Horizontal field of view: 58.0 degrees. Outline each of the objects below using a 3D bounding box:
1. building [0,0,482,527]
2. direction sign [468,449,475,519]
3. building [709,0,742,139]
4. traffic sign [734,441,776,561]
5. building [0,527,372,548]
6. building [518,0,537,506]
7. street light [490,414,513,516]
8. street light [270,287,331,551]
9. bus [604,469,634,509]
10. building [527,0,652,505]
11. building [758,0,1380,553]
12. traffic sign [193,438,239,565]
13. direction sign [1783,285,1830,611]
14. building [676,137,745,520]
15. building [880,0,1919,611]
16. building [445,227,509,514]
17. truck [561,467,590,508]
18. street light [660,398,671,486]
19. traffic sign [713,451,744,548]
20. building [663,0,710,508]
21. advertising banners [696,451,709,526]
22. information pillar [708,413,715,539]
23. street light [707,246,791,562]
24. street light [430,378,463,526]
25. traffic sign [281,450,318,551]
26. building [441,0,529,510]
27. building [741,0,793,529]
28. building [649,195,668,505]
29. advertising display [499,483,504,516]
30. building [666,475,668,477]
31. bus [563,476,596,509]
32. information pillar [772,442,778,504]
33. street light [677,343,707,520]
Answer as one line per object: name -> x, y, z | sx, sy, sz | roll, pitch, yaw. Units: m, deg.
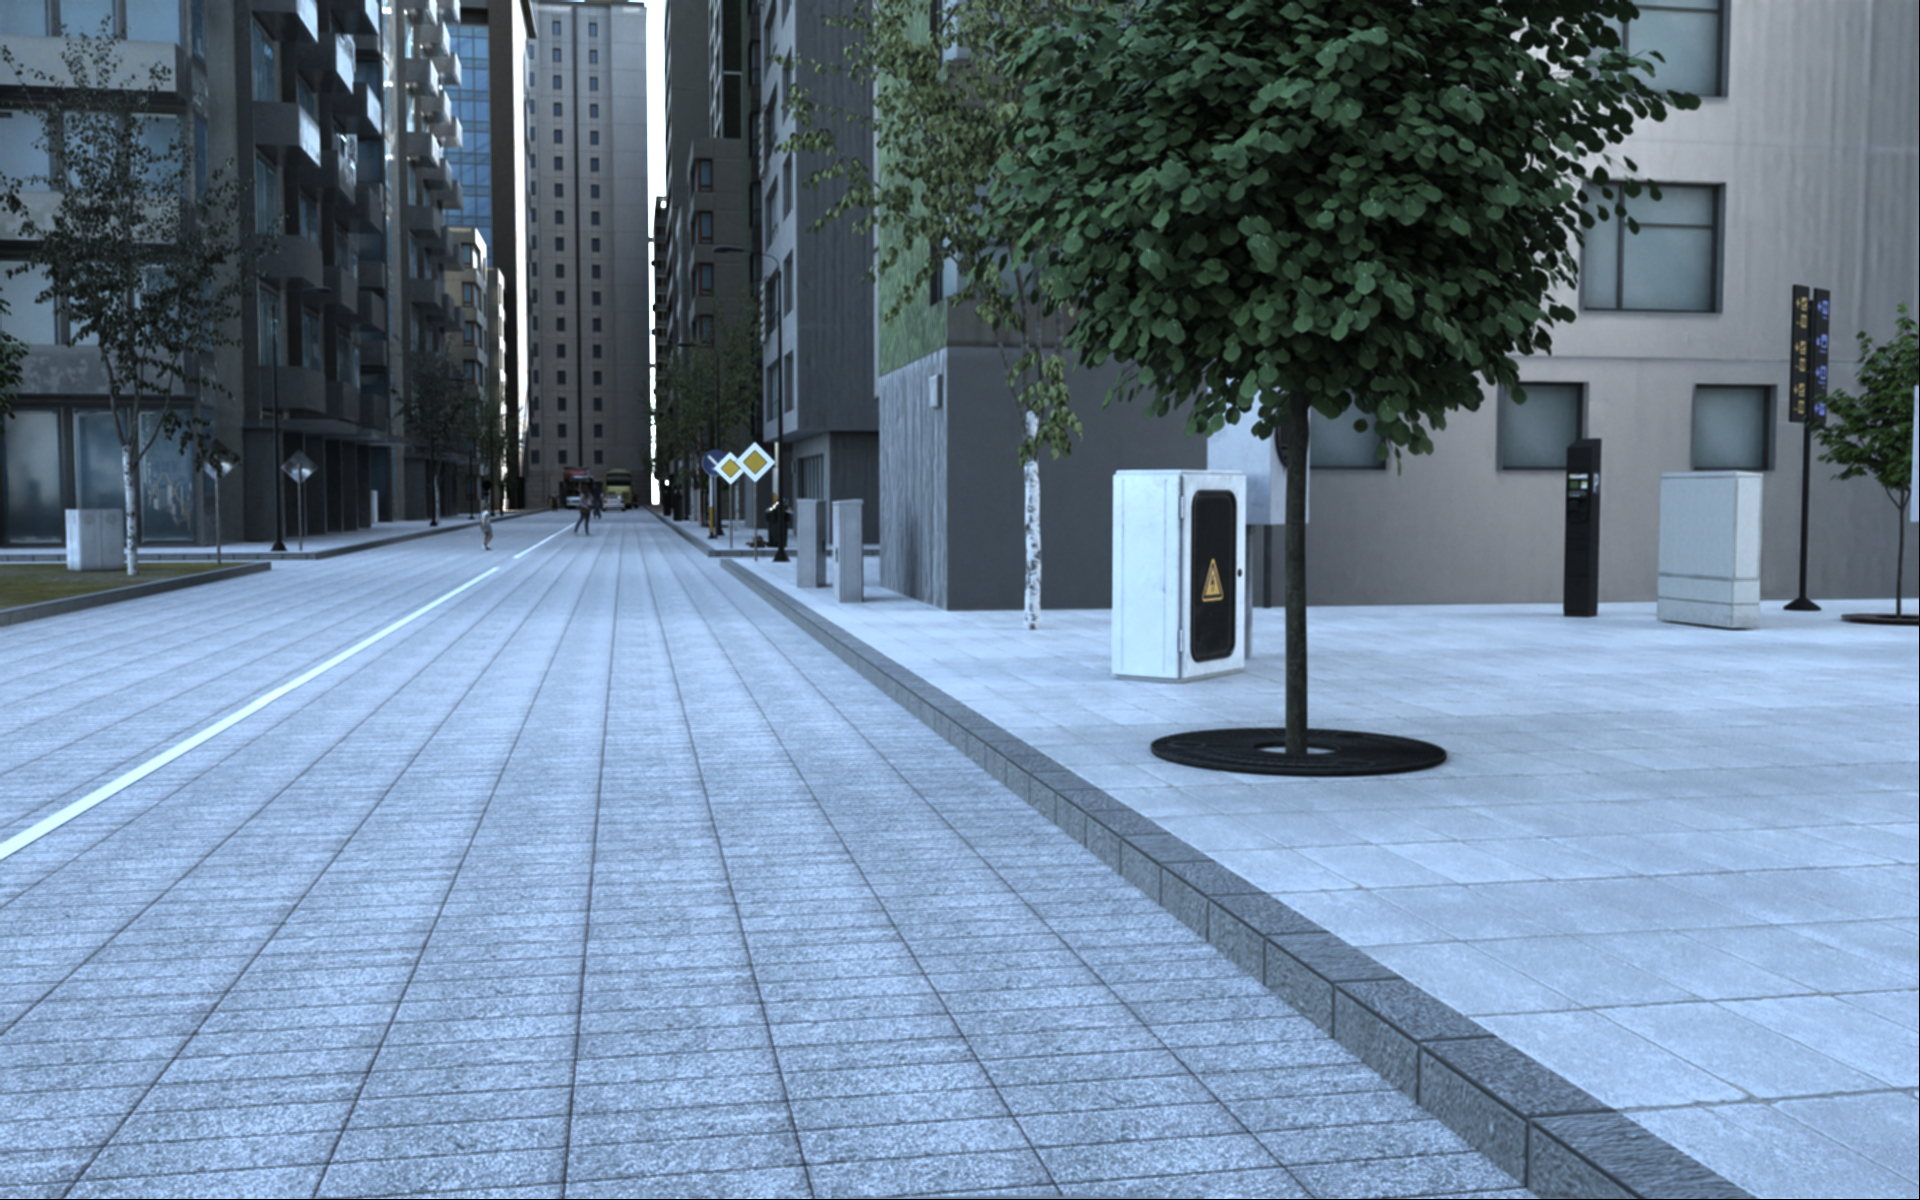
building -> -37.755, -28.679, 88.508 | 23.786, 49.044, 30.456 | -1, 4, -11
direction sign -> -24.888, -5.882, 88.165 | 0.379, 3.537, 0.876 | -1, 4, -19
building -> -9.824, -42.135, 127.164 | 20.563, 71.187, 20.611 | -1, 4, -11
traffic sign -> -3.902, -1.796, 33.013 | 0.795, 2.450, 0.064 | -1, 4, -11
building -> -29.965, -26.380, 50.916 | 23.786, 49.044, 30.456 | -1, 4, -11
building -> -55.848, -35.469, 169.152 | 27.495, 52.752, 28.713 | -1, 4, -11
street light -> -26.450, -7.791, 99.923 | 1.470, 5.913, 1.316 | -1, 4, -11
street light -> -14.796, -4.058, 38.894 | 1.470, 5.913, 1.316 | -1, 4, -11
bus -> -32.961, -10.749, 167.291 | 2.896, 3.916, 12.252 | -1, 4, -11
building -> -51.001, -40.515, 204.425 | 28.212, 58.520, 21.231 | -1, 4, -11
building -> 1.961, -22.233, 47.101 | 14.086, 41.232, 14.154 | -1, 4, -11
traffic sign -> -13.377, -1.687, 31.218 | 0.795, 2.450, 0.064 | -1, 4, -11
direction sign -> 9.336, -1.657, 19.093 | 0.876, 3.537, 0.379 | -3, 5, -41
building -> -2.037, -15.646, 100.854 | 27.650, 21.520, 28.899 | -1, 4, -11
building -> 5.459, -20.927, 25.756 | 14.154, 41.232, 14.086 | -1, 4, -11
building -> -47.652, -17.068, 124.107 | 27.650, 21.520, 28.899 | -1, 4, -11
truck -> -40.054, -11.747, 180.982 | 2.839, 4.237, 11.283 | -1, 4, -11
street light -> -13.833, -6.822, 84.086 | 1.470, 5.913, 1.316 | -1, 4, -11
traffic sign -> -5.411, -2.276, 40.855 | 0.795, 2.450, 0.064 | -1, 4, -11
building -> -14.282, -32.124, 148.937 | 21.300, 48.544, 21.600 | -1, 4, -11
advertising banners -> -10.370, -4.493, 69.645 | 0.090, 3.025, 2.074 | -1, 4, -20
information pillar -> -7.178, -3.591, 50.063 | 0.183, 3.616, 0.504 | 0, 4, -1
street light -> -3.931, -3.677, 32.665 | 1.470, 5.913, 1.316 | -1, 4, -11
street light -> -20.531, -5.914, 69.232 | 1.470, 5.913, 1.316 | -1, 4, -11
traffic sign -> -14.886, -2.166, 39.059 | 0.795, 2.450, 0.064 | -1, 4, -11
building -> -44.141, -30.337, 146.121 | 14.600, 45.320, 14.200 | -1, 4, -11
building -> -1.961, -18.282, 70.608 | 14.160, 30.474, 14.107 | -1, 4, -11
building -> -26.037, -31.973, 214.631 | 23.993, 40.220, 32.217 | -1, 4, -11
advertising display -> -27.094, -5.938, 102.293 | 0.123, 1.923, 0.974 | -1, 4, -23
building -> -17.621, -33.954, 174.755 | 23.786, 49.044, 30.456 | -1, 4, -11
bus -> -36.680, -10.559, 167.506 | 2.948, 3.499, 13.247 | -1, 4, -11
information pillar -> -5.757, -3.878, 54.757 | 0.183, 3.616, 0.504 | 2, 4, 26
street light -> -7.976, -4.942, 53.344 | 1.470, 5.913, 1.316 | -1, 4, -11
